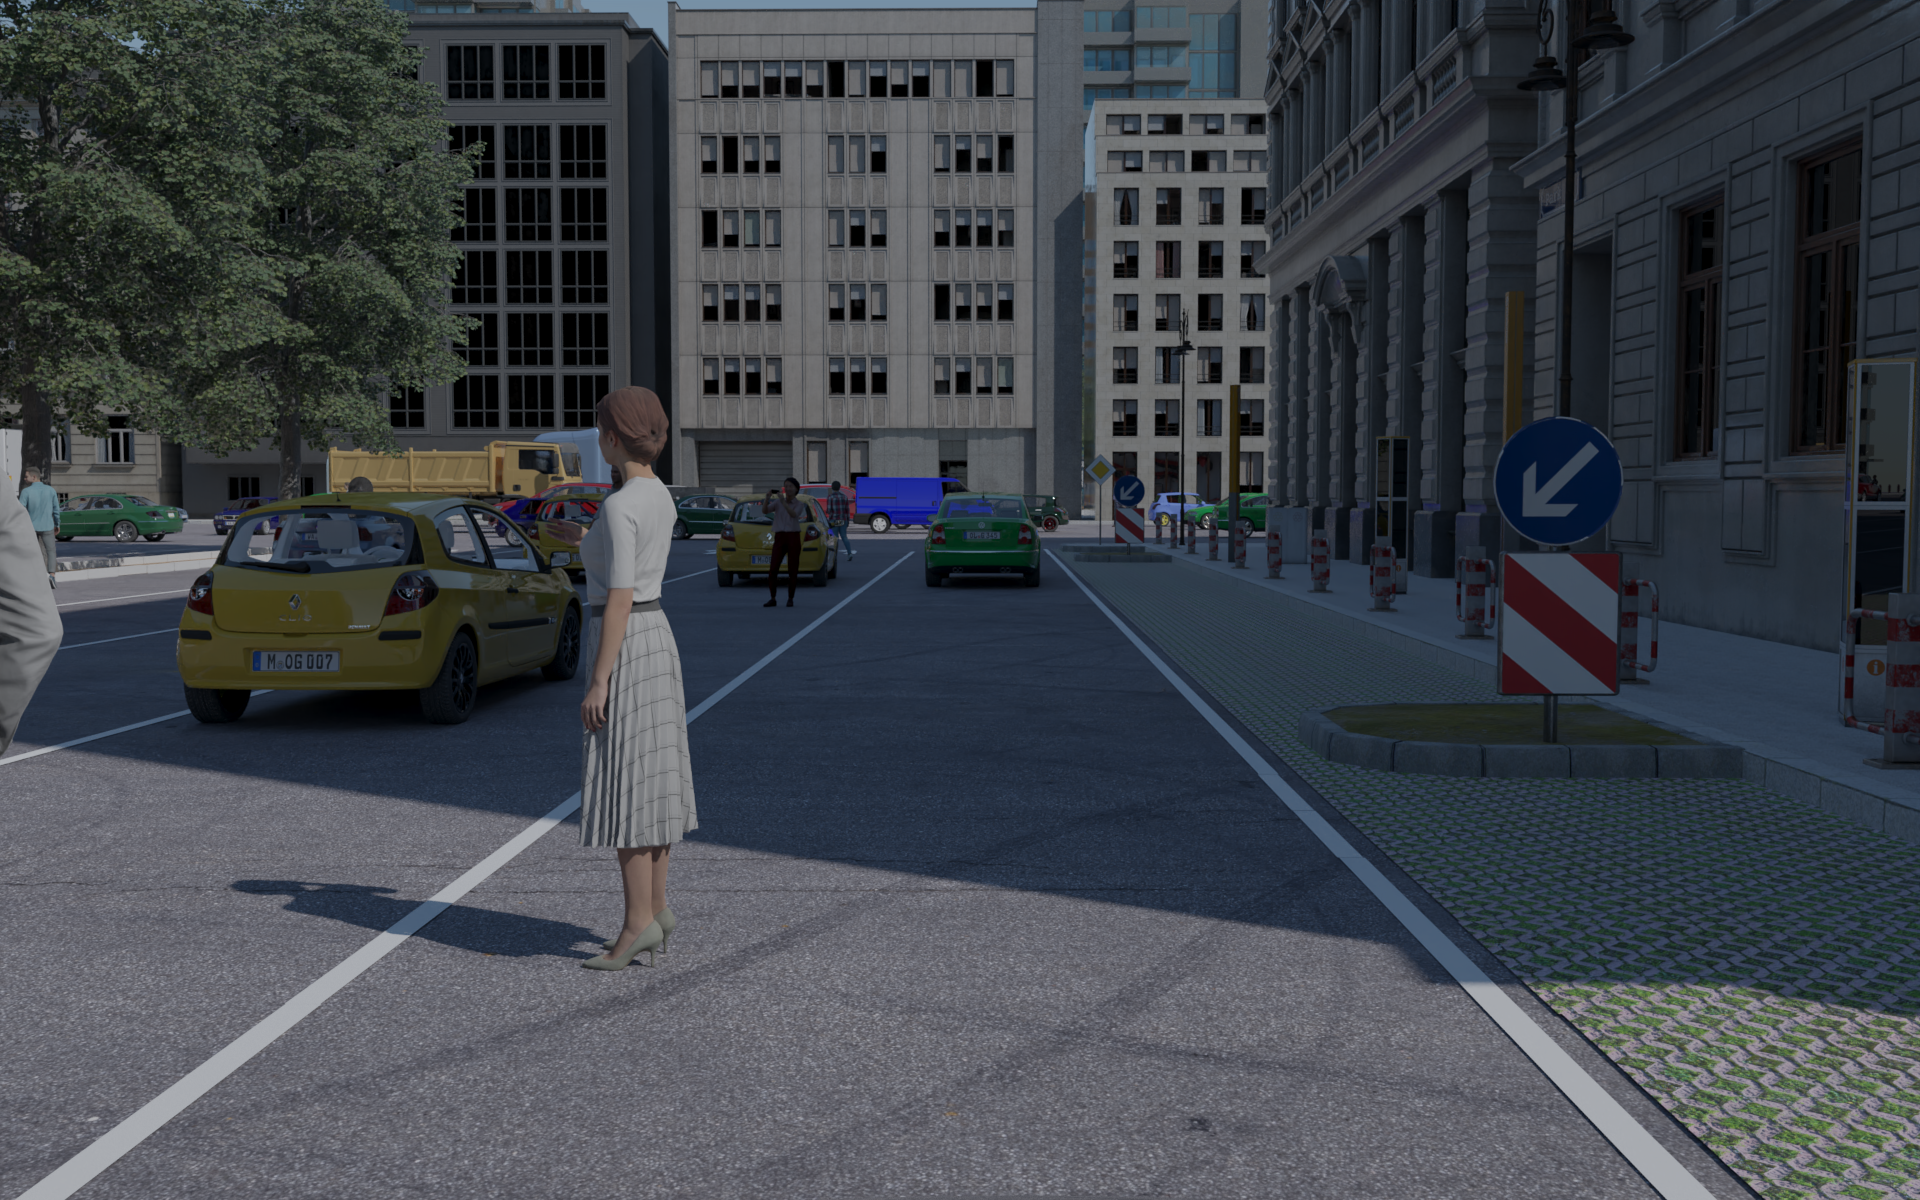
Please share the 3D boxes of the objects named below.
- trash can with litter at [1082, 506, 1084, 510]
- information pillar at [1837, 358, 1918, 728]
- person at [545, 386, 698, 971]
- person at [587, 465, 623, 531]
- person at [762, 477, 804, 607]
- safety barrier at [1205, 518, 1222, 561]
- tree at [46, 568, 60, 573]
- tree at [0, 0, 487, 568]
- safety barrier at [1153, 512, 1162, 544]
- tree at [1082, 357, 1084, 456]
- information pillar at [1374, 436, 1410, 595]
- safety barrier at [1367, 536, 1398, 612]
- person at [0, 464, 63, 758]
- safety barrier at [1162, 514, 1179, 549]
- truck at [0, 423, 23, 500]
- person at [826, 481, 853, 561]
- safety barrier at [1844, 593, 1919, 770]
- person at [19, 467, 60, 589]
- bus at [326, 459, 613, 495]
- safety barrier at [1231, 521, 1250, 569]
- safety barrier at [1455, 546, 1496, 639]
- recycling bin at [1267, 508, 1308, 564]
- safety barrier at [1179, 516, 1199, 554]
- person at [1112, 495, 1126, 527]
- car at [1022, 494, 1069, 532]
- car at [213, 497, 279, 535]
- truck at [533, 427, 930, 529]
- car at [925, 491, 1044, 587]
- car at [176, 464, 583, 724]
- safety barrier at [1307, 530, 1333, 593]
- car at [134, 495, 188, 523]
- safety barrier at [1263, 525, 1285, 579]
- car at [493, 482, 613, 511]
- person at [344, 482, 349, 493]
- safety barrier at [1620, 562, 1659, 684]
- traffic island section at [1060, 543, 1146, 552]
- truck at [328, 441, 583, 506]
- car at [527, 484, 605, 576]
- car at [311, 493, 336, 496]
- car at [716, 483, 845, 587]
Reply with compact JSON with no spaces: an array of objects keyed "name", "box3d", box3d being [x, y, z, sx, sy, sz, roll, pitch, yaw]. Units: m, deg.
[{"name":"trash can with litter","box3d":[10.236,-7.926,140.971,1.055,1.170,0.624,-1,4,-20]},{"name":"information pillar","box3d":[5.049,-0.309,9.545,0.304,2.012,0.304,1,4,21]},{"name":"person","box3d":[-1.080,0.230,5.306,0.524,1.755,0.480,0,4,8]},{"name":"person","box3d":[-4.111,-0.725,20.504,0.875,1.805,0.789,2,4,33]},{"name":"person","box3d":[-2.235,-0.735,21.980,0.566,1.644,0.517,-2,4,-35]},{"name":"safety barrier","box3d":[4.889,-1.170,33.403,0.300,0.817,1.120,0,4,1]},{"name":"tree","box3d":[-15.928,-7.365,29.531,9.857,13.997,8.962,0,3,0]},{"name":"tree","box3d":[-15.566,-7.998,39.880,9.857,13.997,8.962,0,3,0]},{"name":"safety barrier","box3d":[5.081,-1.833,44.238,0.300,0.817,1.120,0,4,1]},{"name":"tree","box3d":[7.449,-14.904,150.330,9.857,13.997,8.962,0,3,0]},{"name":"information pillar","box3d":[5.525,-1.081,22.159,0.304,2.012,0.304,-2,4,-25]},{"name":"safety barrier","box3d":[4.623,-0.286,18.946,0.300,0.817,1.120,0,4,1]},{"name":"person","box3d":[-1.904,0.324,3.052,0.795,1.843,0.661,2,4,35]},{"name":"safety barrier","box3d":[5.015,-1.612,40.623,0.300,0.817,1.120,0,4,1]},{"name":"truck","box3d":[-43.265,-4.944,69.747,11.283,4.237,2.839,0,4,1]},{"name":"person","box3d":[-2.604,-1.700,37.130,0.563,1.720,0.643,-2,4,-29]},{"name":"safety barrier","box3d":[4.439,0.376,8.122,0.300,0.817,1.120,0,4,1]},{"name":"person","box3d":[-13.935,-1.089,26.170,0.638,1.841,0.748,-2,4,-31]},{"name":"bus","box3d":[-20.972,-5.004,76.680,13.247,3.499,2.948,0,4,0]},{"name":"safety barrier","box3d":[4.822,-0.949,29.791,0.300,0.817,1.120,0,4,1]},{"name":"safety barrier","box3d":[4.564,-0.065,15.338,0.300,0.817,1.120,0,4,1]},{"name":"recycling bin","box3d":[6.056,-1.191,32.033,0.722,1.027,0.722,1,4,11]},{"name":"safety barrier","box3d":[4.949,-1.391,37.011,0.300,0.817,1.120,0,4,1]},{"name":"person","box3d":[6.951,-4.080,75.076,0.709,1.838,0.599,-1,4,-13]},{"name":"car","box3d":[2.027,-3.413,65.592,4.222,1.686,2.009,0,4,3]},{"name":"car","box3d":[-24.937,-2.987,61.423,1.945,1.354,3.894,0,4,1]},{"name":"truck","box3d":[-8.761,-4.949,70.672,18.799,4.110,2.967,0,4,1]},{"name":"car","box3d":[0.400,-1.181,28.112,1.959,1.807,4.718,0,4,2]},{"name":"car","box3d":[-3.881,-0.123,12.228,2.015,1.641,3.980,0,4,2]},{"name":"safety barrier","box3d":[4.692,-0.506,22.553,0.300,0.817,1.120,0,4,1]},{"name":"car","box3d":[-36.108,-3.892,75.636,4.499,1.417,2.014,0,4,-1]},{"name":"safety barrier","box3d":[4.753,-0.728,26.176,0.300,0.817,1.120,0,4,1]},{"name":"car","box3d":[-12.961,-2.981,57.417,5.304,1.827,2.281,0,4,2]},{"name":"person","box3d":[-21.571,-3.229,61.067,0.755,1.850,0.659,-1,4,-9]},{"name":"safety barrier","box3d":[4.499,0.156,11.730,0.300,0.817,1.120,0,4,1]},{"name":"traffic island section","box3d":[3.561,-1.313,43.742,2.009,0.180,2.903,0,4,1]},{"name":"truck","box3d":[-18.139,-4.177,64.226,9.791,3.379,3.469,0,4,3]},{"name":"car","box3d":[-6.073,-1.156,29.117,2.015,1.641,3.980,0,4,1]},{"name":"car","box3d":[-26.611,-3.887,72.342,4.718,1.807,1.959,0,4,-1]},{"name":"car","box3d":[-2.917,-1.098,28.179,2.015,1.641,3.980,0,4,-1]}]
